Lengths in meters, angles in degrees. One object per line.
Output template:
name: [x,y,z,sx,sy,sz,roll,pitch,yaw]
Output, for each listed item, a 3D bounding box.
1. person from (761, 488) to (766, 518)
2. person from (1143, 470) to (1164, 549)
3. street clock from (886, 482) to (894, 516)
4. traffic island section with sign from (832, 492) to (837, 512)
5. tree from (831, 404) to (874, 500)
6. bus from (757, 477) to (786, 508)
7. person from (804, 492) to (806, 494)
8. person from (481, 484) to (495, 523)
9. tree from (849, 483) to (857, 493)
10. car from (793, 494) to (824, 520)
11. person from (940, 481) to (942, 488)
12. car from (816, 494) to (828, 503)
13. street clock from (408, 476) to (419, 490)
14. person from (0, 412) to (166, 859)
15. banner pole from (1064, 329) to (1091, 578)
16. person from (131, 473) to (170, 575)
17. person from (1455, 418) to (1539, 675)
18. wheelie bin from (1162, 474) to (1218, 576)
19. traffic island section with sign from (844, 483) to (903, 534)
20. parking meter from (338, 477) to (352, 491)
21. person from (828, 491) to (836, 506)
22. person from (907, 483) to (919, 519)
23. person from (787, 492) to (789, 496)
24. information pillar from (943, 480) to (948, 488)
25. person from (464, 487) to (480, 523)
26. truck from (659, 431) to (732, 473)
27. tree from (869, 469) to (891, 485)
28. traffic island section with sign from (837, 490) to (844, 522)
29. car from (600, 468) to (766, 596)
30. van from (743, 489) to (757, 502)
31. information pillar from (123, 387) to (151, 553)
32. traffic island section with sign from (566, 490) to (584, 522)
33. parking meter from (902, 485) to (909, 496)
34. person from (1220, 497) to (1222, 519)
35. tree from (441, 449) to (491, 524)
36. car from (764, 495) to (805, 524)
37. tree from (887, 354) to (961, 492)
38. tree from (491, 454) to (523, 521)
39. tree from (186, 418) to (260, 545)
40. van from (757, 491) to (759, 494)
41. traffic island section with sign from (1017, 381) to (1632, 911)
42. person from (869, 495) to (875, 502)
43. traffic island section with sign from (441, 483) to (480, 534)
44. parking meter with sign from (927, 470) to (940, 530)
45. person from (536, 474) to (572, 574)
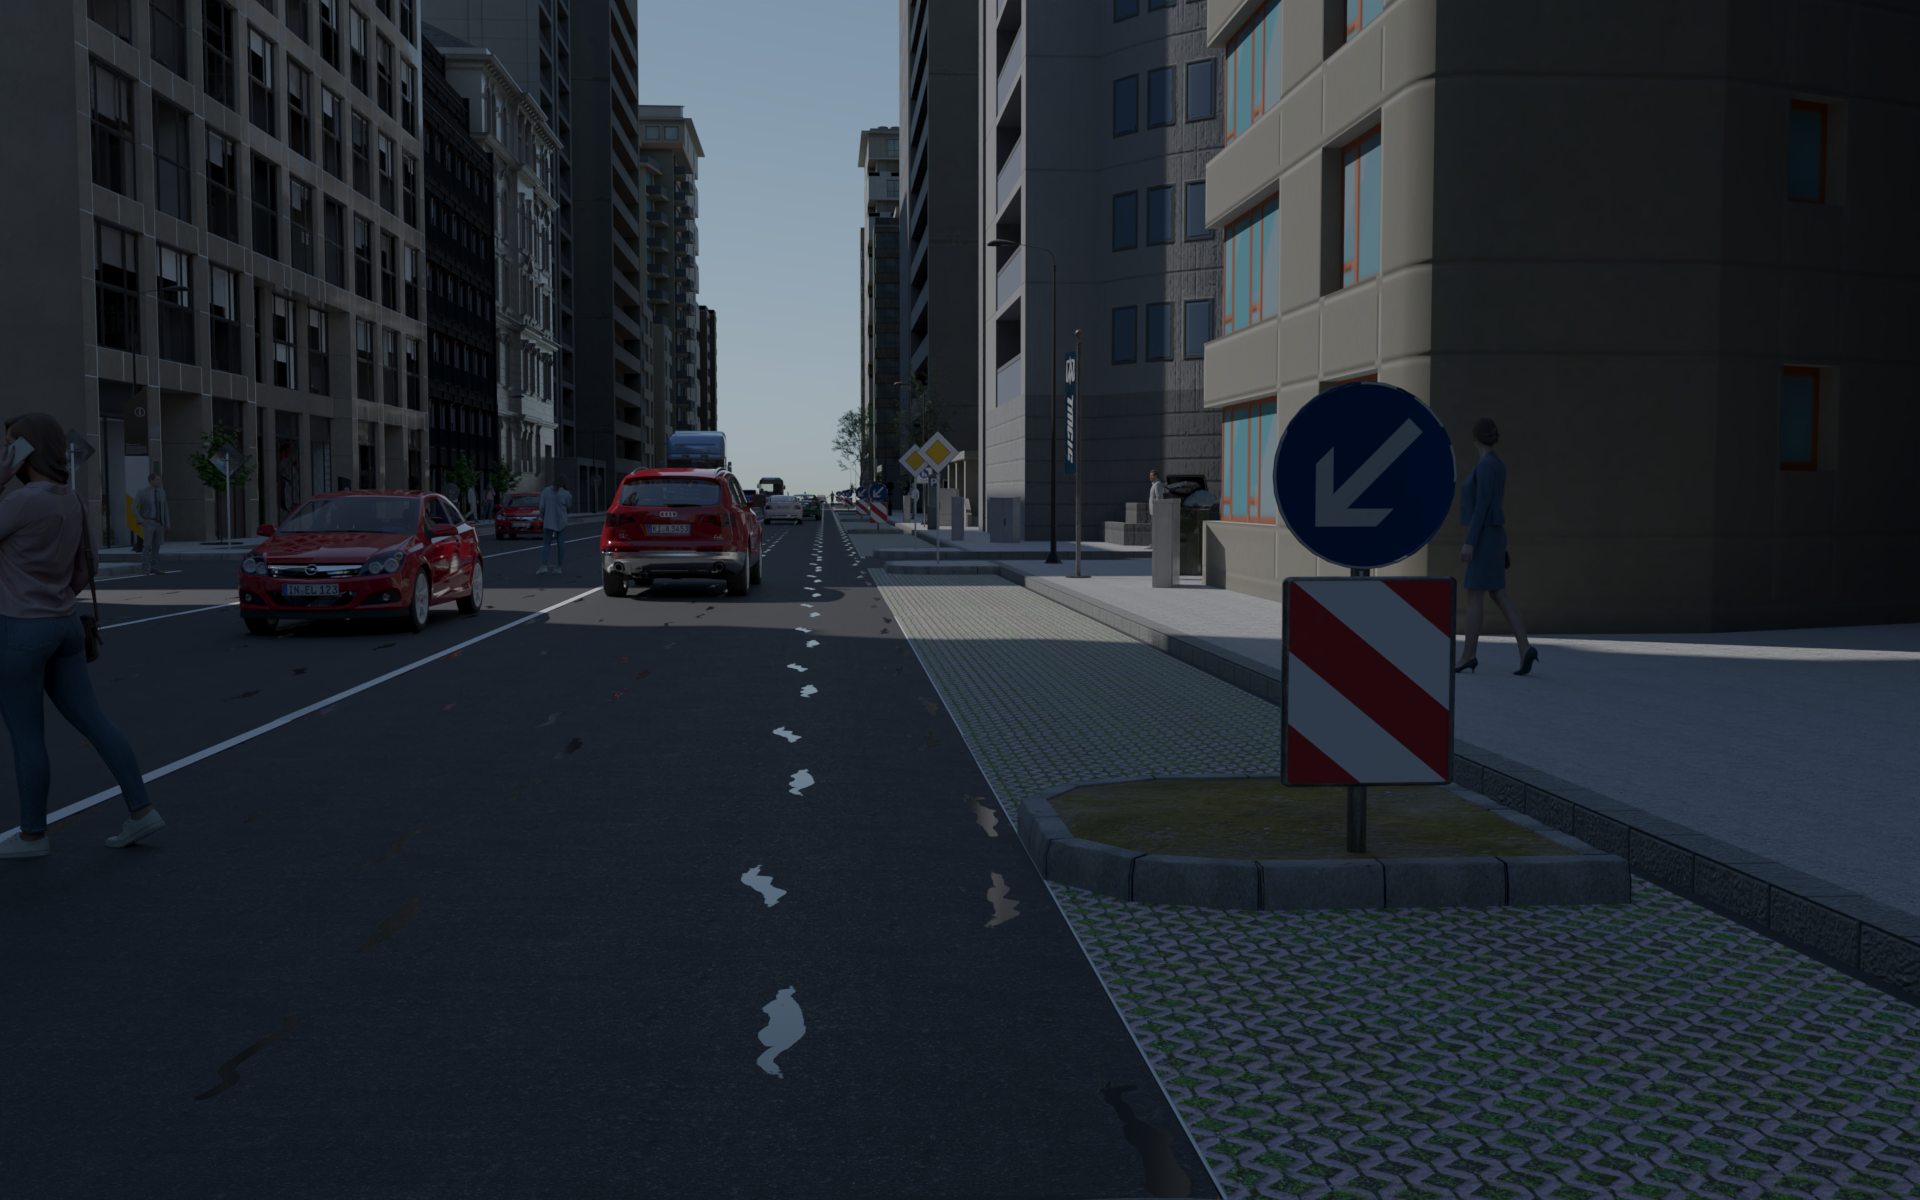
person: [-11.983,-5.927,105.748,0.444,1.785,0.601,2,4,26]
person: [4.641,-2.091,40.075,0.795,1.843,0.661,1,4,8]
street clock: [-4.122,-5.954,101.913,0.471,2.002,0.358,-2,4,-26]
traffic island section with sign: [-9.053,-7.972,138.967,1.989,1.847,2.006,0,4,-4]
tree: [-11.299,-16.677,198.429,9.928,11.665,9.643,0,3,0]
bus: [-20.109,-11.600,184.526,2.948,3.499,13.247,0,4,-6]
person: [-17.977,-11.691,200.382,1.217,1.736,0.721,-3,4,-36]
person: [-21.207,-4.350,77.752,0.593,1.750,0.643,-2,4,-28]
tree: [-16.728,-16.679,267.294,1.663,3.219,1.824,0,3,0]
car: [-8.562,-5.115,95.432,2.131,1.459,4.920,0,4,-3]
person: [-0.845,-4.085,72.820,0.794,1.824,0.713,0,4,3]
car: [-21.590,-15.732,269.573,2.083,1.381,4.827,0,4,-2]
street clock: [-21.524,-3.898,68.307,0.471,2.002,0.358,3,5,43]
person: [-3.554,0.136,6.868,0.643,1.750,0.593,0,4,3]
banner pole: [1.749,-2.242,26.669,0.401,3.779,0.863,-1,4,-16]
person: [-14.394,-1.361,30.855,0.391,1.810,0.635,2,4,23]
person: [3.766,-0.380,12.275,0.581,1.822,0.654,-3,5,-42]
wheelie bin: [3.592,-1.193,27.406,0.980,1.594,0.693,2,4,25]
traffic island section with sign: [-3.081,-3.301,62.592,1.989,1.847,2.006,0,4,-4]
parking meter: [-20.610,-3.201,58.049,0.255,1.863,0.399,2,4,35]
person: [-15.091,-11.978,204.428,1.348,1.812,0.705,2,4,32]
person: [-2.390,-5.004,87.953,0.679,1.850,0.850,2,4,23]
person: [-24.736,-14.585,247.492,0.750,1.759,0.617,1,4,10]
information pillar: [-0.707,-5.177,89.134,0.304,2.012,0.304,0,4,7]
person: [-21.604,-4.317,76.503,0.818,1.842,0.514,-1,4,-15]
truck: [-11.750,-5.510,79.849,2.967,4.110,18.799,0,4,-6]
tree: [-6.165,-8.366,131.383,1.663,3.219,1.824,0,3,0]
traffic island section with sign: [-5.202,-4.955,89.641,1.989,1.847,2.006,0,4,-4]
car: [-4.073,-1.052,25.874,2.281,1.827,5.304,0,4,-3]
van: [-26.550,-13.111,218.751,2.240,2.365,5.245,0,4,-5]
information pillar: [-17.952,-2.842,37.824,0.504,3.616,0.183,-1,4,-21]
traffic island section with sign: [-20.281,-4.884,88.476,1.989,1.847,2.006,0,4,-4]
parking meter: [-3.613,-6.678,114.897,0.255,1.863,0.399,2,4,32]
person: [5.096,-1.539,31.596,0.661,1.777,0.834,1,4,23]
tree: [-21.442,-4.874,74.286,1.663,3.219,1.824,0,3,0]
car: [-8.489,-4.338,83.295,2.083,1.381,4.827,0,4,-5]
tree: [-1.909,-8.629,91.447,4.360,8.622,3.978,0,3,0]
tree: [-22.025,-5.465,83.960,1.663,3.219,1.824,0,3,0]
tree: [-18.664,-3.023,44.030,1.663,3.219,1.824,0,3,0]
van: [-28.151,-13.991,235.756,2.013,2.044,4.112,0,4,-5]
traffic island section with sign: [1.265,0.107,6.875,1.989,1.847,2.006,0,4,-4]
person: [-8.379,-9.878,168.236,1.217,1.739,0.721,2,4,33]
traffic island section with sign: [-18.183,-3.240,61.603,1.989,1.847,2.006,0,4,-4]
parking meter with sign: [-0.972,-4.071,62.814,0.543,3.016,1.738,0,4,0]
person: [-7.314,-1.373,31.206,0.793,1.790,0.793,3,5,41]
